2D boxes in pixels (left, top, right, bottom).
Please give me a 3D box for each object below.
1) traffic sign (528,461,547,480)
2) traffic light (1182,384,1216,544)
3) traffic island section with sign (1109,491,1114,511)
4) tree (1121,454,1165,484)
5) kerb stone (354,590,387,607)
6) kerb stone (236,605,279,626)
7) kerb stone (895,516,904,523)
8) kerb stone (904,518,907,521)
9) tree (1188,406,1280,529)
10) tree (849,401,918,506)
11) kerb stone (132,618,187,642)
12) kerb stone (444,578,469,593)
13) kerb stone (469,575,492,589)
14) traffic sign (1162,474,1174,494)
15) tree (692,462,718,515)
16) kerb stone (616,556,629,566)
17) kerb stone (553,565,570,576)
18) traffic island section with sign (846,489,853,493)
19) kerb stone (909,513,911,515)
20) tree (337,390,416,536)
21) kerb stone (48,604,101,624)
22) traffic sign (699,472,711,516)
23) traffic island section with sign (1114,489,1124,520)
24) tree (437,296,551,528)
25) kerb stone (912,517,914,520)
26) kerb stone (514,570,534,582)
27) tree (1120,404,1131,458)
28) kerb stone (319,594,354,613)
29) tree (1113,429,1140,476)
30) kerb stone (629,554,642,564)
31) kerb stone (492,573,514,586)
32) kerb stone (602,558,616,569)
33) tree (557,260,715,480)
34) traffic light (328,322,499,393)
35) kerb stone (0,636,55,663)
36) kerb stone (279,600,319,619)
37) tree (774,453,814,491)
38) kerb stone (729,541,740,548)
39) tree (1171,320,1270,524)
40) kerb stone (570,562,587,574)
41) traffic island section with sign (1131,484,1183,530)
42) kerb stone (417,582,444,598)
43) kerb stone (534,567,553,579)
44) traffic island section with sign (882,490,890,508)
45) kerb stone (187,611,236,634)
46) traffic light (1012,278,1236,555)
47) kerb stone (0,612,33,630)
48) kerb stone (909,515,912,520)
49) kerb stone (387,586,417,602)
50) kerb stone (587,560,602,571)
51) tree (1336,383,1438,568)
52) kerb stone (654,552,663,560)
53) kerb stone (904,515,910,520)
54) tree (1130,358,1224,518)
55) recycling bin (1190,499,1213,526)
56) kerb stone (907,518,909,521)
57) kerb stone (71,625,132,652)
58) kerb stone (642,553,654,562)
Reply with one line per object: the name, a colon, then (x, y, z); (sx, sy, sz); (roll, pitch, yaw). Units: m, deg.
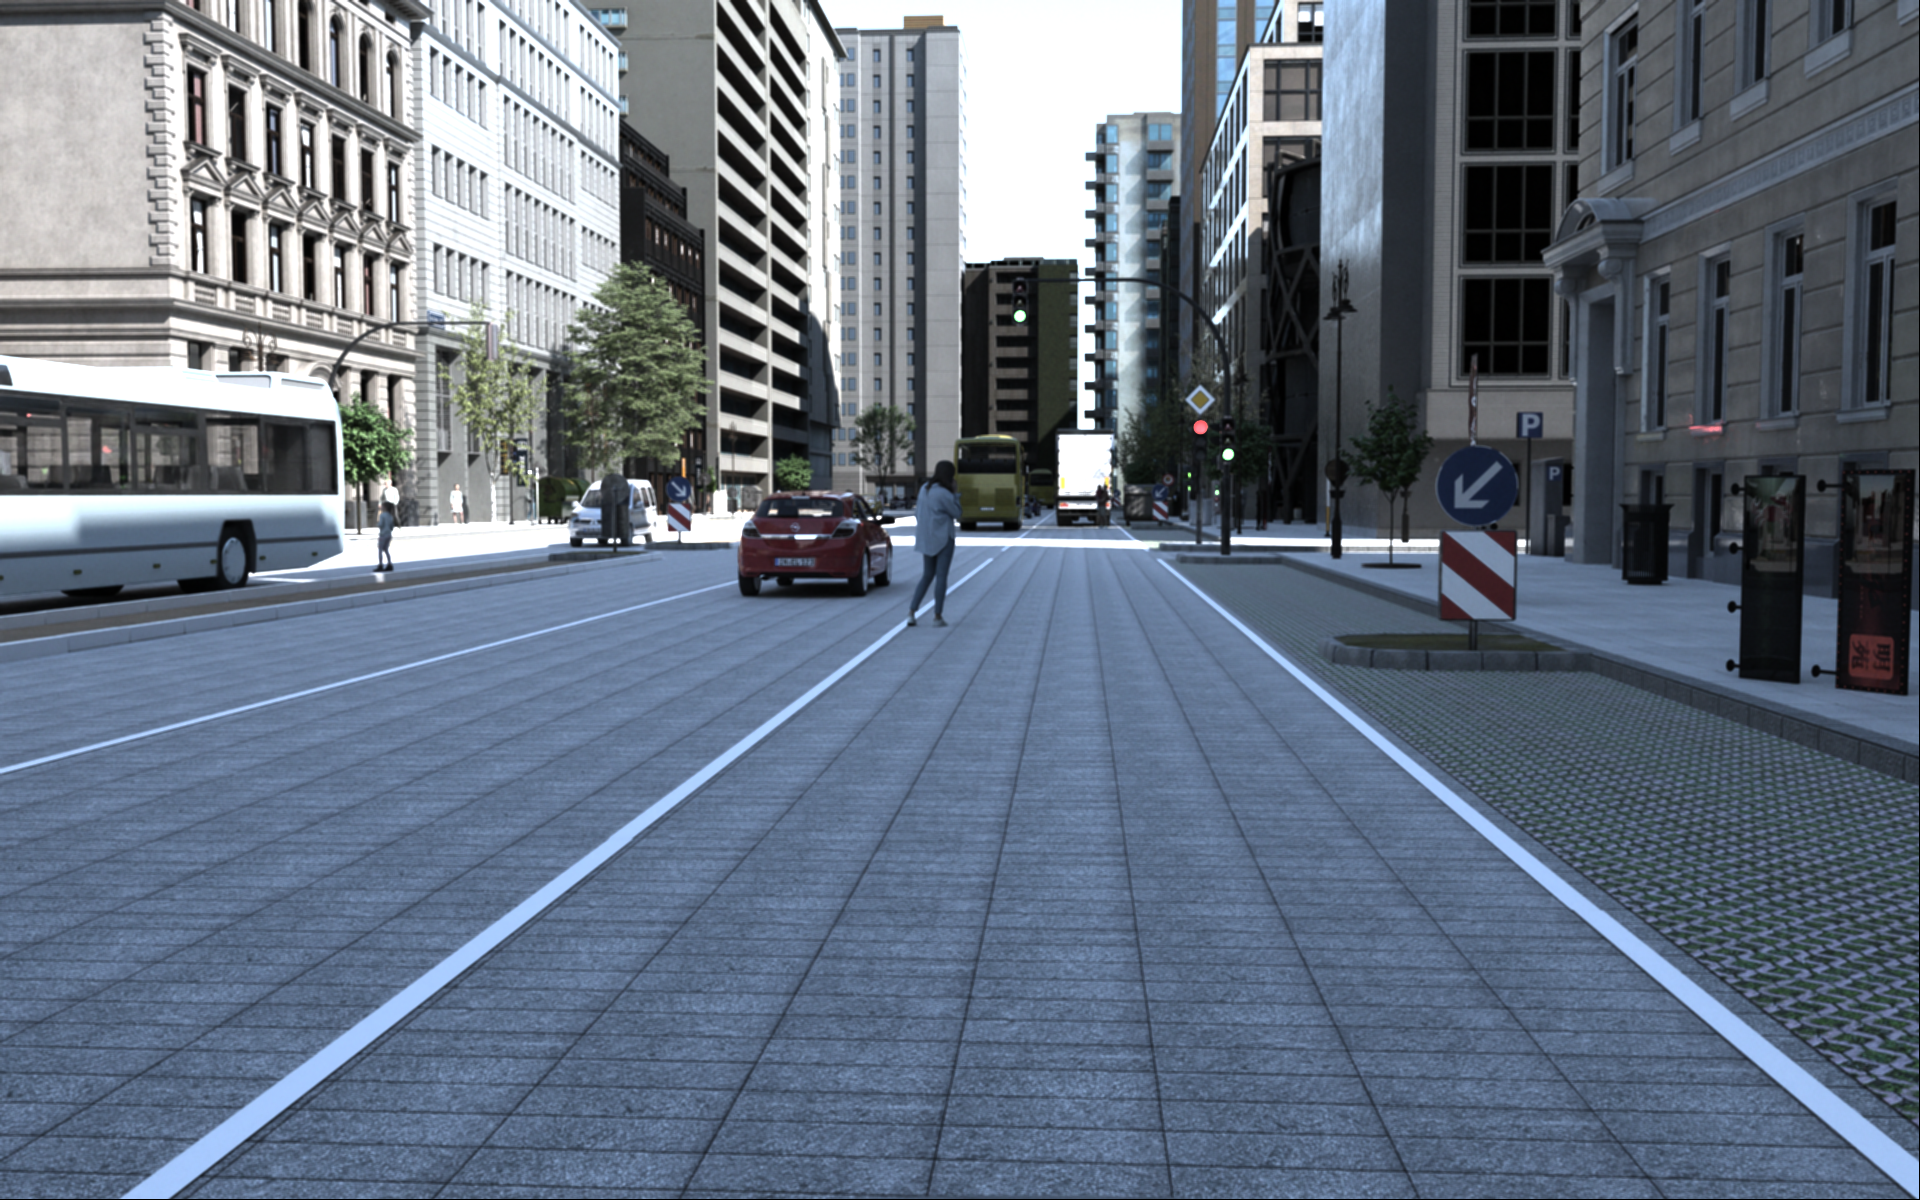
traffic sign: (-16.878, -4.244, 69.127); (0.795, 2.593, 0.064); (0, 4, 5)
traffic light: (6.122, -3.394, 44.407); (0.839, 4.253, 0.868); (0, 4, 4)
traffic island section with sign: (13.160, -8.451, 146.801); (1.989, 1.847, 2.006); (0, 4, 4)
tree: (15.654, -10.177, 150.114); (4.285, 4.588, 4.351); (0, 3, 0)
kerb stone: (-7.684, -0.008, 22.335); (0.120, 0.150, 1.000); (0, 4, 4)
kerb stone: (-7.899, 0.179, 19.275); (0.120, 0.150, 1.000); (0, 4, 4)
kerb stone: (-3.104, -4.101, 89.370); (0.120, 0.150, 1.000); (0, 4, 4)
kerb stone: (-3.027, -4.167, 90.402); (0.120, 0.150, 1.000); (0, 4, 4)
tree: (10.278, -4.968, 64.933); (4.285, 4.588, 4.351); (0, 3, 0)
tree: (-8.620, -16.362, 193.266); (9.928, 11.665, 9.643); (0, 3, 0)
kerb stone: (-8.034, 0.307, 17.228); (0.120, 0.150, 1.000); (0, 4, 4)
kerb stone: (-7.474, -0.196, 25.410); (0.120, 0.150, 1.000); (0, 4, 4)
kerb stone: (-7.403, -0.259, 26.434); (0.120, 0.150, 1.000); (0, 4, 4)
traffic sign: (12.995, -6.613, 108.235); (0.768, 2.556, 0.104); (0, 4, 4)
tree: (-15.367, -6.836, 106.362); (1.663, 3.219, 1.824); (0, 3, 0)
kerb stone: (-6.846, -0.757, 34.619); (0.120, 0.150, 1.000); (0, 4, 4)
kerb stone: (-7.128, -0.509, 30.525); (0.120, 0.150, 1.000); (0, 4, 4)
traffic island section with sign: (-9.456, -8.502, 147.640); (1.989, 1.847, 2.006); (0, 4, 4)
kerb stone: (-3.524, -5.614, 114.035); (0.120, 0.150, 1.000); (0, 4, 4)
tree: (-18.894, -4.307, 54.132); (4.285, 4.588, 4.351); (0, 3, 0)
kerb stone: (-9.991, 0.172, 19.391); (0.120, 0.150, 1.000); (0, 4, 4)
traffic sign: (-14.828, -6.152, 100.693); (0.768, 2.556, 0.104); (0, 4, 5)
traffic island section with sign: (9.701, -5.353, 96.147); (1.989, 1.847, 2.006); (0, 4, 4)
tree: (-17.357, -6.971, 64.339); (4.737, 8.622, 4.395); (0, 3, 0)
kerb stone: (-2.756, -4.422, 94.492); (0.120, 0.150, 1.000); (0, 4, 4)
kerb stone: (-7.265, -0.378, 28.482); (0.120, 0.150, 1.000); (0, 4, 4)
tree: (12.639, -9.898, 112.192); (4.737, 8.622, 4.395); (0, 3, 0)
kerb stone: (-7.755, 0.058, 21.314); (0.120, 0.150, 1.000); (0, 4, 4)
tree: (18.818, -14.970, 195.119); (4.360, 8.622, 3.978); (0, 3, 0)
kerb stone: (-6.778, -0.820, 35.644); (0.120, 0.150, 1.000); (0, 4, 4)
kerb stone: (-7.330, -0.322, 27.462); (0.120, 0.150, 1.000); (0, 4, 4)
kerb stone: (-6.913, -0.697, 33.598); (0.120, 0.150, 1.000); (0, 4, 4)
tree: (-15.651, -10.185, 84.646); (7.486, 12.596, 7.792); (0, 3, 0)
traffic light: (-14.594, -4.353, 45.837); (4.771, 5.953, 1.251); (0, 4, 4)
kerb stone: (-8.166, 0.431, 15.183); (0.120, 0.150, 1.000); (0, 4, 4)
kerb stone: (-7.824, 0.116, 20.294); (0.120, 0.150, 1.000); (0, 4, 4)
tree: (-13.084, -9.364, 136.815); (4.285, 4.588, 4.351); (0, 3, 0)
kerb stone: (-6.044, -1.475, 46.397); (0.120, 0.150, 1.000); (0, 4, 4)
tree: (10.802, -7.492, 72.856); (4.360, 8.622, 3.978); (0, 3, 0)
kerb stone: (-7.050, -0.572, 31.549); (0.120, 0.150, 1.000); (0, 4, 4)
traffic island section with sign: (7.859, -3.708, 69.255); (1.989, 1.847, 2.006); (0, 4, 4)
kerb stone: (-7.539, -0.134, 24.385); (0.120, 0.150, 1.000); (0, 4, 4)
kerb stone: (-7.192, -0.443, 29.506); (0.120, 0.150, 1.000); (0, 4, 4)
traffic island section with sign: (-7.611, -10.149, 174.563); (1.989, 1.847, 2.006); (0, 4, 4)
kerb stone: (-7.961, 0.243, 18.248); (0.120, 0.150, 1.000); (0, 4, 4)
traffic light: (3.485, -3.778, 36.442); (4.771, 5.953, 1.251); (0, 4, 4)
kerb stone: (-10.063, 0.239, 18.372); (0.120, 0.150, 1.000); (0, 4, 4)
kerb stone: (-2.829, -4.359, 93.472); (0.120, 0.150, 1.000); (0, 4, 4)
kerb stone: (-7.610, -0.068, 23.363); (0.120, 0.150, 1.000); (0, 4, 4)
kerb stone: (-6.979, -0.632, 32.570); (0.120, 0.150, 1.000); (0, 4, 4)
tree: (7.422, -2.183, 30.292); (1.663, 3.219, 1.824); (0, 3, 0)
kerb stone: (-6.633, -0.947, 37.682); (0.120, 0.150, 1.000); (0, 4, 4)
kerb stone: (-2.889, -4.296, 92.452); (0.120, 0.150, 1.000); (0, 4, 4)
tree: (11.818, -8.608, 91.102); (4.737, 8.622, 4.395); (0, 3, 0)
recycling bin: (9.750, -3.518, 70.080); (0.722, 1.027, 0.722); (2, 4, 28)
kerb stone: (-2.957, -4.234, 91.421); (0.120, 0.150, 1.000); (0, 4, 4)
kerb stone: (-8.102, 0.366, 16.205); (0.120, 0.150, 1.000); (0, 4, 4)
kerb stone: (-6.710, -0.885, 36.663); (0.120, 0.150, 1.000); (0, 4, 4)
